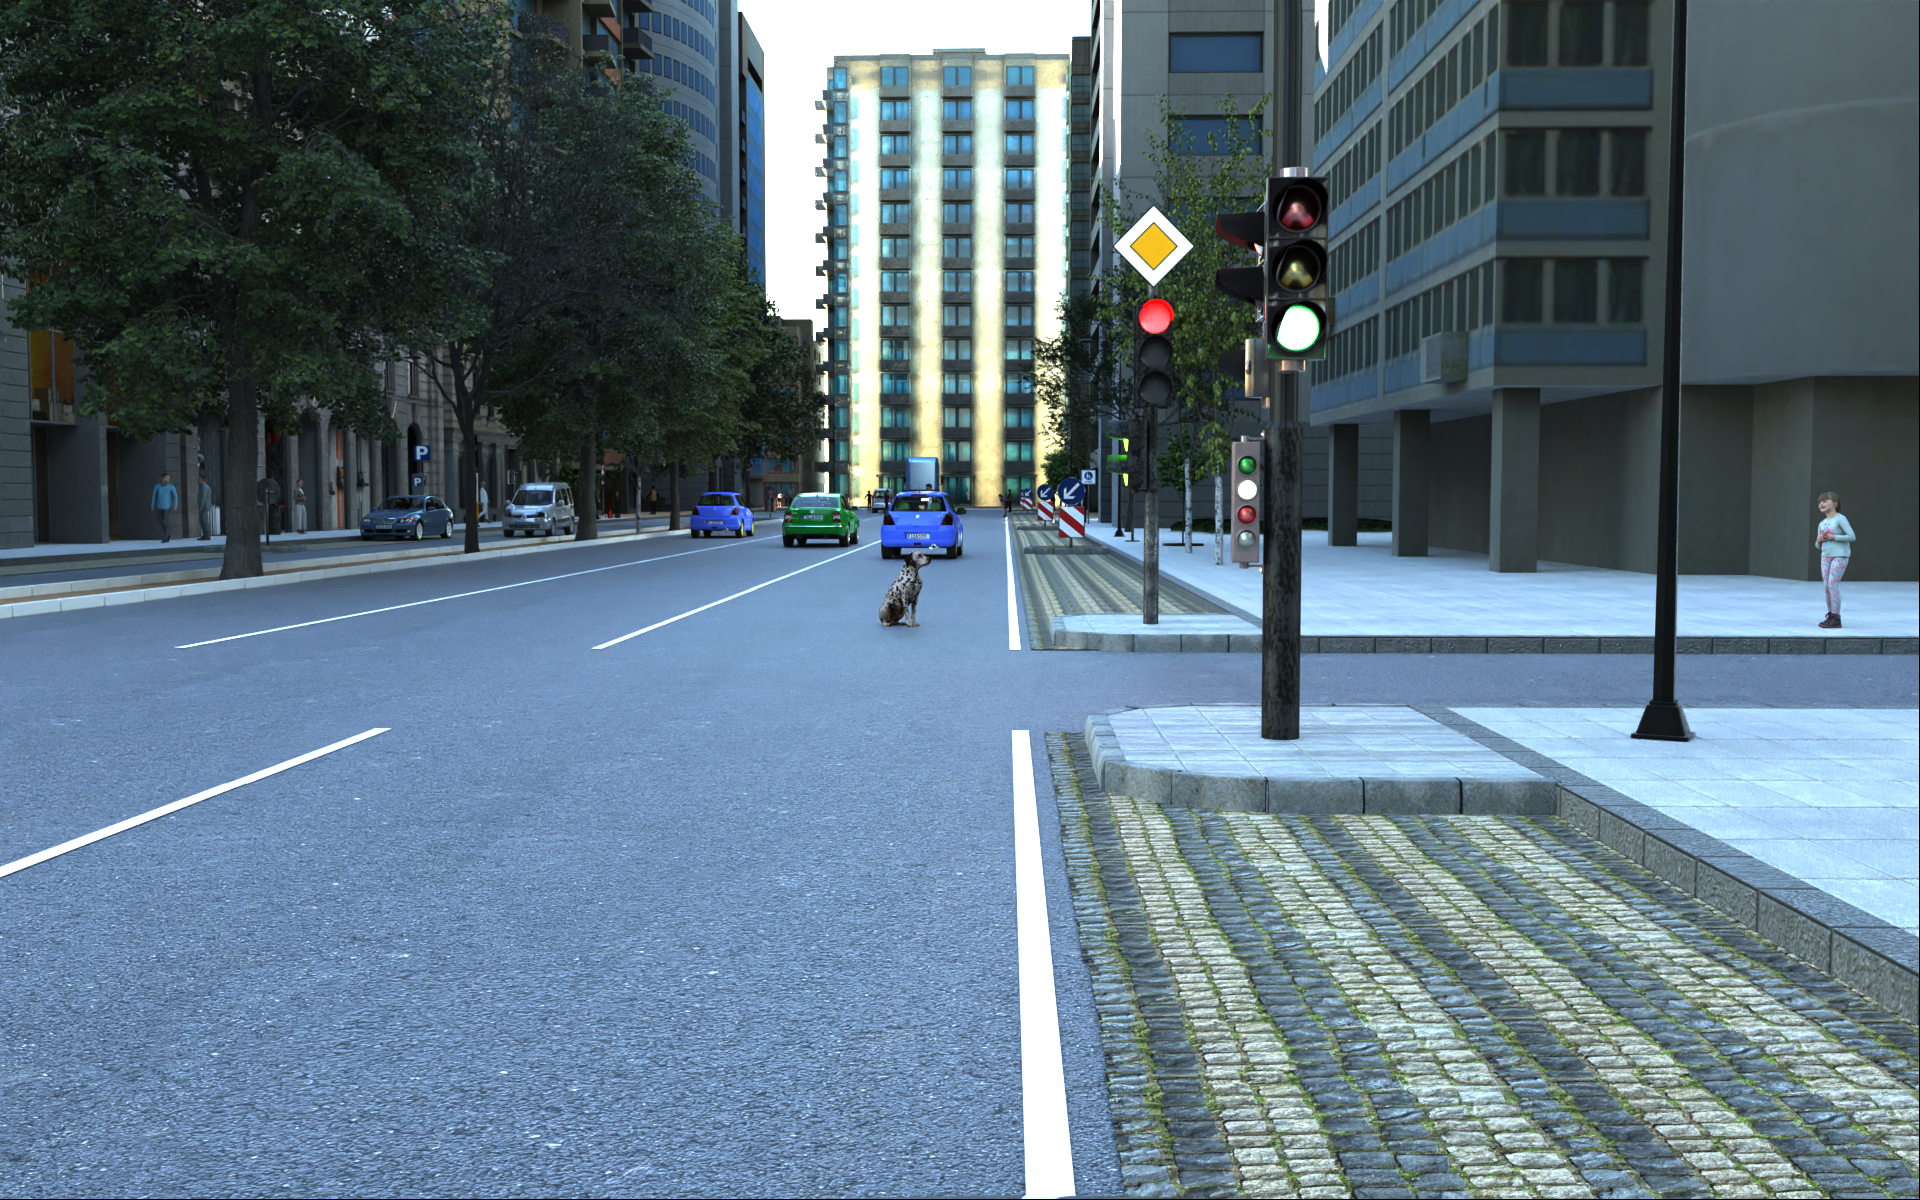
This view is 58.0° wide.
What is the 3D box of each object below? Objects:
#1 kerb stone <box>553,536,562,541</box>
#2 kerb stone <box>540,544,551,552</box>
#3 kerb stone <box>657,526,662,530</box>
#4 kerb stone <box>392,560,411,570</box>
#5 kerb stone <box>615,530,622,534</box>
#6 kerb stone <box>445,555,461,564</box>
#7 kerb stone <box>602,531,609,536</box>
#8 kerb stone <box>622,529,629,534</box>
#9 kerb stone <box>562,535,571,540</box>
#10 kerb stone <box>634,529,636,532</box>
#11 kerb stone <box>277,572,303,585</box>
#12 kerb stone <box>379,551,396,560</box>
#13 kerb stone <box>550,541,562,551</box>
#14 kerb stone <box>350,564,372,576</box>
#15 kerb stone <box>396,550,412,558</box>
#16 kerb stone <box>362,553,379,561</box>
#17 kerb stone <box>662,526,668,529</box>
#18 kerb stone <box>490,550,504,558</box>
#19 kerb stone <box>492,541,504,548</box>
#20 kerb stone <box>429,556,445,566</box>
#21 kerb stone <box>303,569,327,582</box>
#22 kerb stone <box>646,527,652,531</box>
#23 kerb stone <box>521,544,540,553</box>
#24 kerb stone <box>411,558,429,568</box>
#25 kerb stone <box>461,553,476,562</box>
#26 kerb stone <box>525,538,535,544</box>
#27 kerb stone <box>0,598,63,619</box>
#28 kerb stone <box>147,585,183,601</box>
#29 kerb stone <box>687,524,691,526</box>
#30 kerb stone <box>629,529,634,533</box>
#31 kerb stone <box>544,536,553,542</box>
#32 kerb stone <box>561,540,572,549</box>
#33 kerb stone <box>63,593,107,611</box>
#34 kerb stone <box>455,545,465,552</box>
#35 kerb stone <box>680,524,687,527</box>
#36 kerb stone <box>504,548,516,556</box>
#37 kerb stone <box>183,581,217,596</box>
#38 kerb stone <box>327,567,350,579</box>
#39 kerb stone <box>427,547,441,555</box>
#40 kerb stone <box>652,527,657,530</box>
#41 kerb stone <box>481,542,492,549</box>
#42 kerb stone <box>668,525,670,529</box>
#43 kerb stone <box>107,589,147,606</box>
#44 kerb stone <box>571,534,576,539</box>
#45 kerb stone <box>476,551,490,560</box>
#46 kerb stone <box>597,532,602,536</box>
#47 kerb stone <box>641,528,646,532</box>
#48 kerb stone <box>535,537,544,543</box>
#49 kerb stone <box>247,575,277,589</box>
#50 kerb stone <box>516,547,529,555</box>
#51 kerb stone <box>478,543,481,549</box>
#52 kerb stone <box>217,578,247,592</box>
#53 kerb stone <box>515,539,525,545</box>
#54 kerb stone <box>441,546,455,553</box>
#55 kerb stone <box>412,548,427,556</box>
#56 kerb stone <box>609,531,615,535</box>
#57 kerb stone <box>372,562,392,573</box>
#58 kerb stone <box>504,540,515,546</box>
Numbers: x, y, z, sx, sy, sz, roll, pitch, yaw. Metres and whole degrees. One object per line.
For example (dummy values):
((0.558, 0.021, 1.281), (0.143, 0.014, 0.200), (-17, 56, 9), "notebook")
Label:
((-12.299, -1.846, 52.370), (0.120, 0.150, 1.000), (0, 4, 1), "kerb stone")
((-10.431, -1.278, 43.109), (0.120, 0.150, 1.000), (0, 4, 1), "kerb stone")
((-11.895, -2.786, 67.742), (0.120, 0.150, 1.000), (0, 4, 1), "kerb stone")
((-10.696, -0.652, 32.858), (0.120, 0.150, 1.000), (0, 4, 1), "kerb stone")
((-12.080, -2.347, 60.575), (0.120, 0.150, 1.000), (0, 4, 1), "kerb stone")
((-10.620, -0.840, 35.928), (0.120, 0.150, 1.000), (0, 4, 1), "kerb stone")
((-12.132, -2.222, 58.522), (0.120, 0.150, 1.000), (0, 4, 1), "kerb stone")
((-12.043, -2.408, 61.601), (0.120, 0.150, 1.000), (0, 4, 1), "kerb stone")
((-12.259, -1.908, 53.397), (0.120, 0.150, 1.000), (0, 4, 1), "kerb stone")
((-11.997, -2.535, 63.645), (0.120, 0.150, 1.000), (0, 4, 1), "kerb stone")
((-10.824, -0.335, 27.730), (0.120, 0.150, 1.000), (0, 4, 1), "kerb stone")
((-12.664, -0.967, 38.009), (0.120, 0.150, 1.000), (0, 4, 1), "kerb stone")
((-10.398, -1.342, 44.131), (0.120, 0.150, 1.000), (0, 4, 1), "kerb stone")
((-10.754, -0.523, 30.815), (0.120, 0.150, 1.000), (0, 4, 1), "kerb stone")
((-12.638, -1.024, 39.034), (0.120, 0.150, 1.000), (0, 4, 1), "kerb stone")
((-12.691, -0.904, 36.977), (0.120, 0.150, 1.000), (0, 4, 1), "kerb stone")
((-11.870, -2.847, 68.764), (0.120, 0.150, 1.000), (0, 4, 1), "kerb stone")
((-10.540, -1.027, 38.994), (0.120, 0.150, 1.000), (0, 4, 1), "kerb stone")
((-12.449, -1.470, 46.231), (0.120, 0.150, 1.000), (0, 4, 1), "kerb stone")
((-10.646, -0.777, 34.902), (0.120, 0.150, 1.000), (0, 4, 1), "kerb stone")
((-10.804, -0.402, 28.763), (0.120, 0.150, 1.000), (0, 4, 1), "kerb stone")
((-11.946, -2.661, 65.697), (0.120, 0.150, 1.000), (0, 4, 1), "kerb stone")
((-10.458, -1.216, 42.083), (0.120, 0.150, 1.000), (0, 4, 1), "kerb stone")
((-10.673, -0.715, 33.880), (0.120, 0.150, 1.000), (0, 4, 1), "kerb stone")
((-10.587, -0.896, 36.950), (0.120, 0.150, 1.000), (0, 4, 1), "kerb stone")
((-12.366, -1.658, 49.302), (0.120, 0.150, 1.000), (0, 4, 1), "kerb stone")
((-11.015, 0.100, 20.563), (0.120, 0.150, 1.000), (0, 4, 1), "kerb stone")
((-10.933, -0.088, 23.637), (0.120, 0.150, 1.000), (0, 4, 1), "kerb stone")
((-11.730, -3.163, 73.909), (0.120, 0.150, 1.000), (0, 4, 1), "kerb stone")
((-12.030, -2.473, 62.623), (0.120, 0.150, 1.000), (0, 4, 1), "kerb stone")
((-12.322, -1.783, 51.348), (0.120, 0.150, 1.000), (0, 4, 1), "kerb stone")
((-10.374, -1.404, 45.157), (0.120, 0.150, 1.000), (0, 4, 1), "kerb stone")
((-10.987, 0.037, 21.584), (0.120, 0.150, 1.000), (0, 4, 1), "kerb stone")
((-12.526, -1.276, 43.140), (0.120, 0.150, 1.000), (0, 4, 1), "kerb stone")
((-11.756, -3.100, 72.887), (0.120, 0.150, 1.000), (0, 4, 1), "kerb stone")
((-10.510, -1.087, 40.023), (0.120, 0.150, 1.000), (0, 4, 1), "kerb stone")
((-10.911, -0.150, 24.664), (0.120, 0.150, 1.000), (0, 4, 1), "kerb stone")
((-10.780, -0.464, 29.790), (0.120, 0.150, 1.000), (0, 4, 1), "kerb stone")
((-12.586, -1.153, 41.086), (0.120, 0.150, 1.000), (0, 4, 1), "kerb stone")
((-11.917, -2.723, 66.719), (0.120, 0.150, 1.000), (0, 4, 1), "kerb stone")
((-12.474, -1.402, 45.188), (0.120, 0.150, 1.000), (0, 4, 1), "kerb stone")
((-11.838, -2.911, 69.793), (0.120, 0.150, 1.000), (0, 4, 1), "kerb stone")
((-10.954, -0.025, 22.606), (0.120, 0.150, 1.000), (0, 4, 1), "kerb stone")
((-12.243, -1.964, 54.421), (0.120, 0.150, 1.000), (0, 4, 1), "kerb stone")
((-10.564, -0.965, 37.972), (0.120, 0.150, 1.000), (0, 4, 1), "kerb stone")
((-12.156, -2.159, 57.500), (0.120, 0.150, 1.000), (0, 4, 1), "kerb stone")
((-11.968, -2.591, 64.670), (0.120, 0.150, 1.000), (0, 4, 1), "kerb stone")
((-12.344, -1.720, 50.324), (0.120, 0.150, 1.000), (0, 4, 1), "kerb stone")
((-10.850, -0.274, 26.708), (0.120, 0.150, 1.000), (0, 4, 1), "kerb stone")
((-10.478, -1.153, 41.051), (0.120, 0.150, 1.000), (0, 4, 1), "kerb stone")
((-12.500, -1.340, 44.162), (0.120, 0.150, 1.000), (0, 4, 1), "kerb stone")
((-10.889, -0.213, 25.686), (0.120, 0.150, 1.000), (0, 4, 1), "kerb stone")
((-12.402, -1.595, 48.280), (0.120, 0.150, 1.000), (0, 4, 1), "kerb stone")
((-12.557, -1.215, 42.115), (0.120, 0.150, 1.000), (0, 4, 1), "kerb stone")
((-12.608, -1.091, 40.056), (0.120, 0.150, 1.000), (0, 4, 1), "kerb stone")
((-12.106, -2.284, 59.545), (0.120, 0.150, 1.000), (0, 4, 1), "kerb stone")
((-10.724, -0.590, 31.837), (0.120, 0.150, 1.000), (0, 4, 1), "kerb stone")
((-12.419, -1.533, 47.258), (0.120, 0.150, 1.000), (0, 4, 1), "kerb stone")
